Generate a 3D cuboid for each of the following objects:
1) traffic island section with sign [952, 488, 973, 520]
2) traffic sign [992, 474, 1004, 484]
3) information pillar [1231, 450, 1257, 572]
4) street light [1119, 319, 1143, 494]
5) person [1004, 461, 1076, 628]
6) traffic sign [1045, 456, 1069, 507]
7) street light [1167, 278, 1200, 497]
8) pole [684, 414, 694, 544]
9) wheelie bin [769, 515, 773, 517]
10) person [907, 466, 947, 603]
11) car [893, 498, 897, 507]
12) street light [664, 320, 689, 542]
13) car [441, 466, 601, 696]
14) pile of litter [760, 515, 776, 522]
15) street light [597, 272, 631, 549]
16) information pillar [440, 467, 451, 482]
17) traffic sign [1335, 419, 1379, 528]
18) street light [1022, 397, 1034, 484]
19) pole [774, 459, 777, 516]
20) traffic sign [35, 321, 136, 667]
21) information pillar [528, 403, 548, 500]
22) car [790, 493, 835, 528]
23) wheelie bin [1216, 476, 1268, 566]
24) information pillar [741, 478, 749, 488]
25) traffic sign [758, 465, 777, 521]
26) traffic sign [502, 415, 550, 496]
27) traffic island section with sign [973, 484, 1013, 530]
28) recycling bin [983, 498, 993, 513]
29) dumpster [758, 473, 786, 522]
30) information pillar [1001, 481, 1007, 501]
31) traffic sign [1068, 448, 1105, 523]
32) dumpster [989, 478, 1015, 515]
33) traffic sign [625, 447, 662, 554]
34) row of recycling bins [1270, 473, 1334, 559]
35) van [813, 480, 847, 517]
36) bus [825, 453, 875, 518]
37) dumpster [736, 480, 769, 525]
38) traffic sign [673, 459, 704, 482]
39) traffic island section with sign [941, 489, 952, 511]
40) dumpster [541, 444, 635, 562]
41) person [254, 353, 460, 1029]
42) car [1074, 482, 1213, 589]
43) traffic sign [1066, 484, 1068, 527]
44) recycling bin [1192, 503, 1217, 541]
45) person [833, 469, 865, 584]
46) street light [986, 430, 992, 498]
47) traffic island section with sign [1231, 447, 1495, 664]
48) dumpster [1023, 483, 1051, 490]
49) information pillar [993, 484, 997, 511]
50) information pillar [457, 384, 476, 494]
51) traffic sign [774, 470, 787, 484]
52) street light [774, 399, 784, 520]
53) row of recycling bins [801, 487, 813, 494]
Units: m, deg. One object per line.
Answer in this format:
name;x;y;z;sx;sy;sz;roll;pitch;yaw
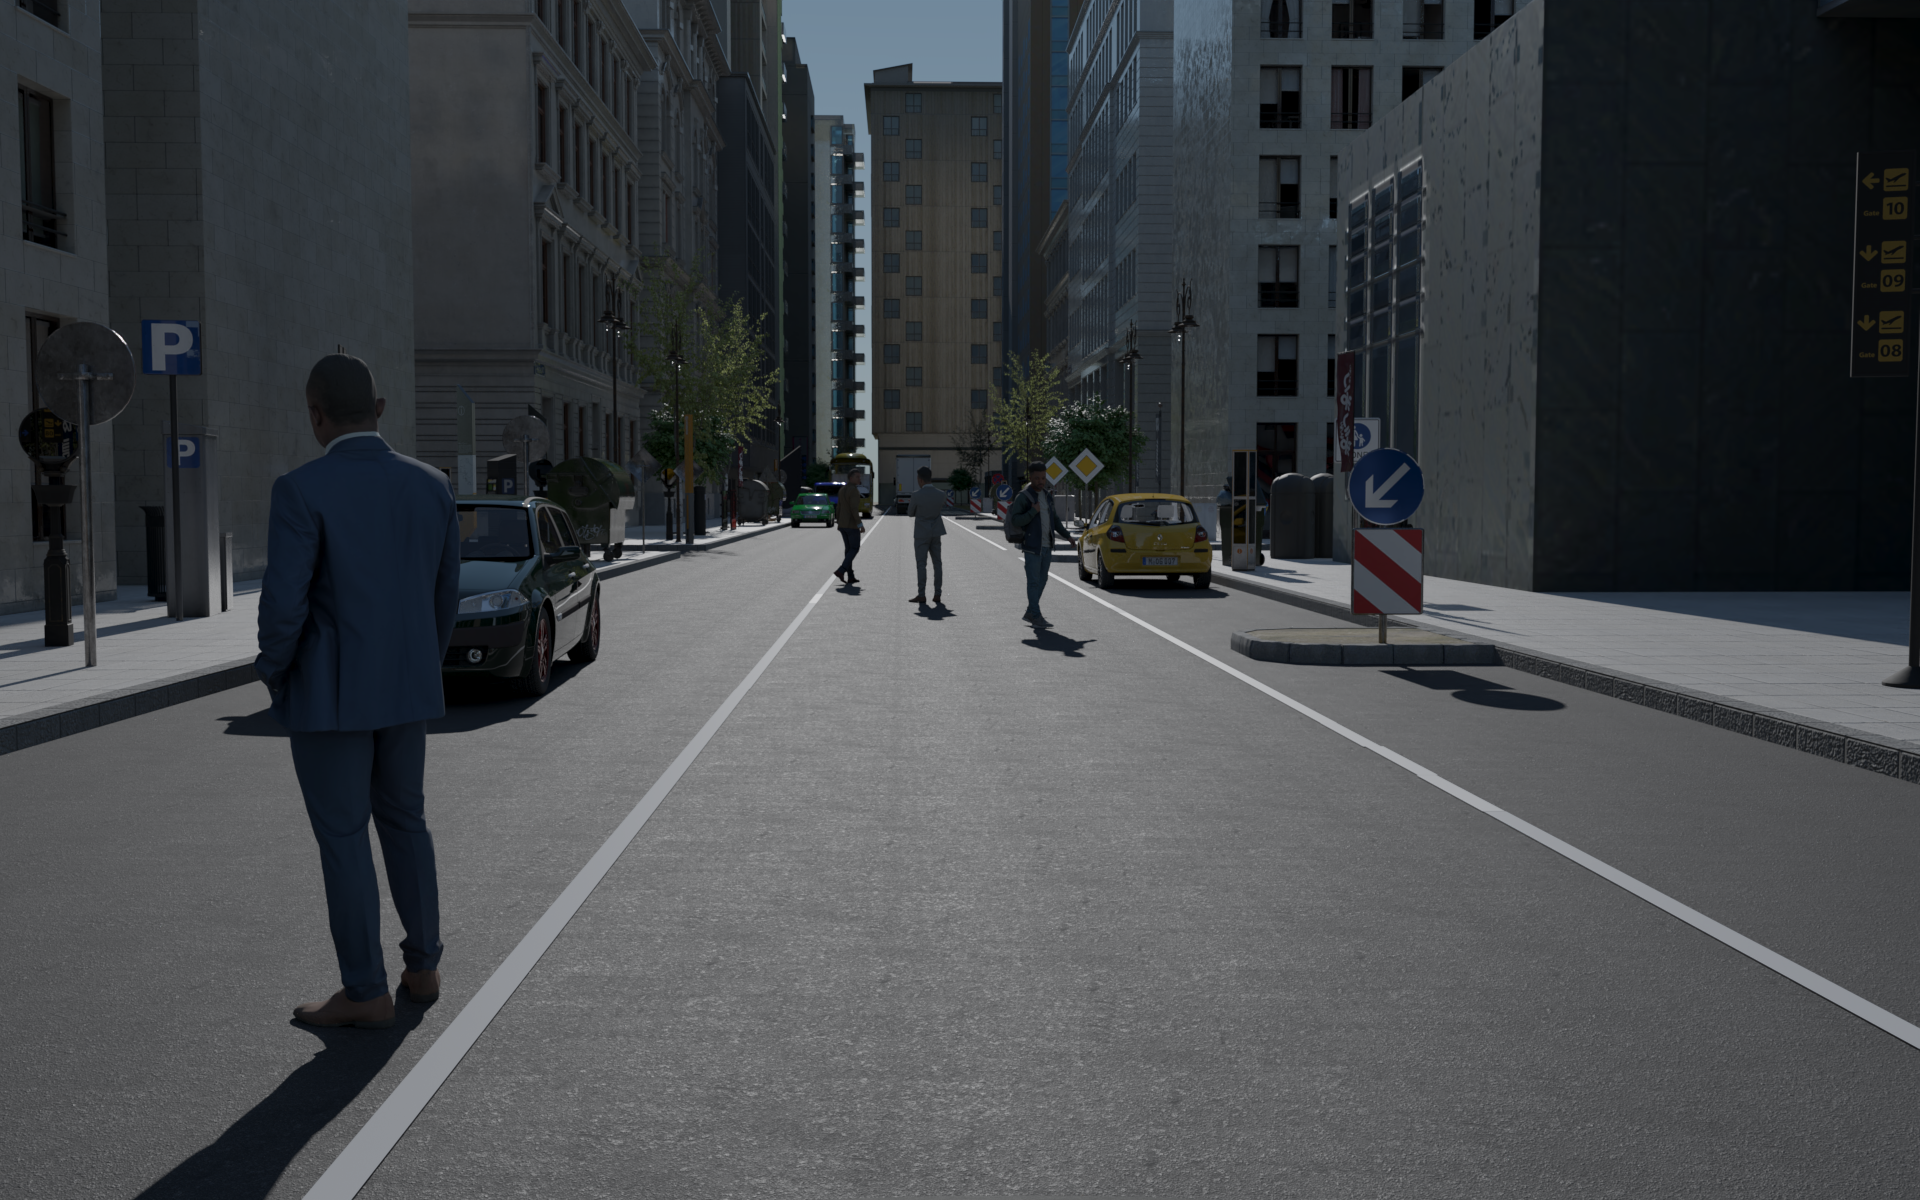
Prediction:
traffic island section with sign;0.730;-5.412;97.115;1.989;1.847;2.006;0;4;-2
traffic sign;2.366;-6.577;107.638;0.768;2.556;0.104;0;4;3
information pillar;4.720;-1.485;28.778;0.304;2.012;0.304;3;4;36
street light;4.520;-4.469;45.860;0.468;5.910;1.993;0;4;-2
person;0.823;-0.596;18.592;0.721;1.781;0.623;2;4;34
traffic sign;2.462;-2.561;45.513;0.795;2.450;0.064;0;4;-2
street light;4.787;-3.940;37.201;0.468;5.910;1.993;0;4;-2
pole;-6.955;-3.096;44.462;0.158;3.312;0.155;0;3;0
wheelie bin;-10.982;-5.536;98.419;0.980;1.594;0.693;1;4;9
person;-0.464;-0.877;23.016;0.511;1.800;0.466;-3;5;-42
car;-6.434;-11.080;193.164;2.014;1.417;4.499;0;4;-4
street light;-7.536;-4.489;46.177;0.468;5.910;1.993;0;4;-2
car;-3.882;-0.225;13.467;2.009;1.686;4.222;0;4;-4
pile of litter;-9.129;-4.111;81.179;1.176;0.858;1.719;1;4;10
street light;-7.233;-3.886;36.317;0.468;5.910;1.993;0;4;-2
information pillar;-14.158;-2.643;47.709;0.304;2.012;0.304;-1;4;-15
traffic sign;5.326;-1.295;23.303;0.606;2.300;0.079;0;4;3
street light;3.230;-6.735;82.899;0.468;5.910;1.993;0;4;-2
pole;-10.837;-6.606;101.846;0.158;3.312;0.155;0;3;0
traffic sign;-6.471;-0.778;12.820;0.768;2.556;0.104;0;4;3
information pillar;-10.916;-3.268;44.794;0.504;3.616;0.183;0;4;-7
car;-6.420;-4.087;75.619;1.959;1.807;4.718;0;4;-2
wheelie bin;5.006;-1.410;30.963;0.980;1.594;0.693;-2;4;-25
information pillar;-9.892;-4.593;79.581;0.304;2.012;0.304;-1;4;-20
traffic sign;-8.512;-4.680;76.526;0.884;2.594;0.081;0;4;2
traffic sign;-7.000;-1.704;27.964;0.768;2.556;0.104;0;4;-1
traffic island section with sign;1.651;-3.764;70.175;1.989;1.847;2.006;0;4;-2
recycling bin;1.891;-6.322;115.913;0.722;1.027;0.722;0;4;1
dumpster;-8.732;-4.678;78.972;1.502;2.255;1.985;0;4;-2
information pillar;2.429;-5.560;95.401;0.304;2.012;0.304;0;4;3
traffic sign;2.734;-2.073;37.532;0.795;2.450;0.064;0;4;-2
dumpster;2.560;-6.300;105.503;1.502;2.255;1.985;0;4;-2
traffic sign;-6.806;-2.054;37.229;0.795;2.450;0.064;0;4;-2
row of recycling bins;7.688;-1.719;35.216;3.534;1.692;1.069;-3;5;-39
van;-6.652;-5.237;90.015;2.240;2.365;5.245;0;4;-1
bus;-6.699;-7.104;107.694;2.896;3.916;12.252;0;4;-2
dumpster;-8.540;-4.009;71.313;1.264;1.857;1.865;0;4;-2
traffic sign;-7.078;-2.542;45.209;0.795;2.450;0.064;0;4;-2
traffic island section with sign;-0.976;-8.481;147.287;1.989;1.847;2.006;0;4;-2
dumpster;-7.161;-1.888;33.369;1.502;2.255;1.985;0;4;-2
person;-1.605;0.243;4.702;0.419;1.800;0.721;2;4;27
car;2.880;-1.065;27.637;2.015;1.641;3.980;0;4;-3
traffic sign;4.114;-4.071;66.665;0.768;2.556;0.104;0;4;0
recycling bin;6.647;-2.162;47.906;0.722;1.027;0.722;-1;4;-12
person;-1.754;-1.180;27.706;0.656;1.842;0.836;2;4;26
street light;1.993;-9.008;120.065;0.468;5.910;1.993;0;4;-2
traffic island section with sign;3.508;-0.424;15.558;1.989;1.847;2.006;0;4;-2
dumpster;3.534;-4.498;79.300;1.264;1.857;1.865;0;4;-2
information pillar;2.493;-7.100;120.573;0.304;2.012;0.304;2;4;29
information pillar;-10.528;-2.789;36.949;0.504;3.616;0.183;2;4;34
traffic sign;-9.337;-5.475;89.624;0.768;2.556;0.104;0;4;7
street light;-8.807;-6.838;84.595;0.468;5.910;1.993;0;4;-2
row of recycling bins;-9.503;-5.985;104.969;1.069;1.692;3.534;0;4;1
